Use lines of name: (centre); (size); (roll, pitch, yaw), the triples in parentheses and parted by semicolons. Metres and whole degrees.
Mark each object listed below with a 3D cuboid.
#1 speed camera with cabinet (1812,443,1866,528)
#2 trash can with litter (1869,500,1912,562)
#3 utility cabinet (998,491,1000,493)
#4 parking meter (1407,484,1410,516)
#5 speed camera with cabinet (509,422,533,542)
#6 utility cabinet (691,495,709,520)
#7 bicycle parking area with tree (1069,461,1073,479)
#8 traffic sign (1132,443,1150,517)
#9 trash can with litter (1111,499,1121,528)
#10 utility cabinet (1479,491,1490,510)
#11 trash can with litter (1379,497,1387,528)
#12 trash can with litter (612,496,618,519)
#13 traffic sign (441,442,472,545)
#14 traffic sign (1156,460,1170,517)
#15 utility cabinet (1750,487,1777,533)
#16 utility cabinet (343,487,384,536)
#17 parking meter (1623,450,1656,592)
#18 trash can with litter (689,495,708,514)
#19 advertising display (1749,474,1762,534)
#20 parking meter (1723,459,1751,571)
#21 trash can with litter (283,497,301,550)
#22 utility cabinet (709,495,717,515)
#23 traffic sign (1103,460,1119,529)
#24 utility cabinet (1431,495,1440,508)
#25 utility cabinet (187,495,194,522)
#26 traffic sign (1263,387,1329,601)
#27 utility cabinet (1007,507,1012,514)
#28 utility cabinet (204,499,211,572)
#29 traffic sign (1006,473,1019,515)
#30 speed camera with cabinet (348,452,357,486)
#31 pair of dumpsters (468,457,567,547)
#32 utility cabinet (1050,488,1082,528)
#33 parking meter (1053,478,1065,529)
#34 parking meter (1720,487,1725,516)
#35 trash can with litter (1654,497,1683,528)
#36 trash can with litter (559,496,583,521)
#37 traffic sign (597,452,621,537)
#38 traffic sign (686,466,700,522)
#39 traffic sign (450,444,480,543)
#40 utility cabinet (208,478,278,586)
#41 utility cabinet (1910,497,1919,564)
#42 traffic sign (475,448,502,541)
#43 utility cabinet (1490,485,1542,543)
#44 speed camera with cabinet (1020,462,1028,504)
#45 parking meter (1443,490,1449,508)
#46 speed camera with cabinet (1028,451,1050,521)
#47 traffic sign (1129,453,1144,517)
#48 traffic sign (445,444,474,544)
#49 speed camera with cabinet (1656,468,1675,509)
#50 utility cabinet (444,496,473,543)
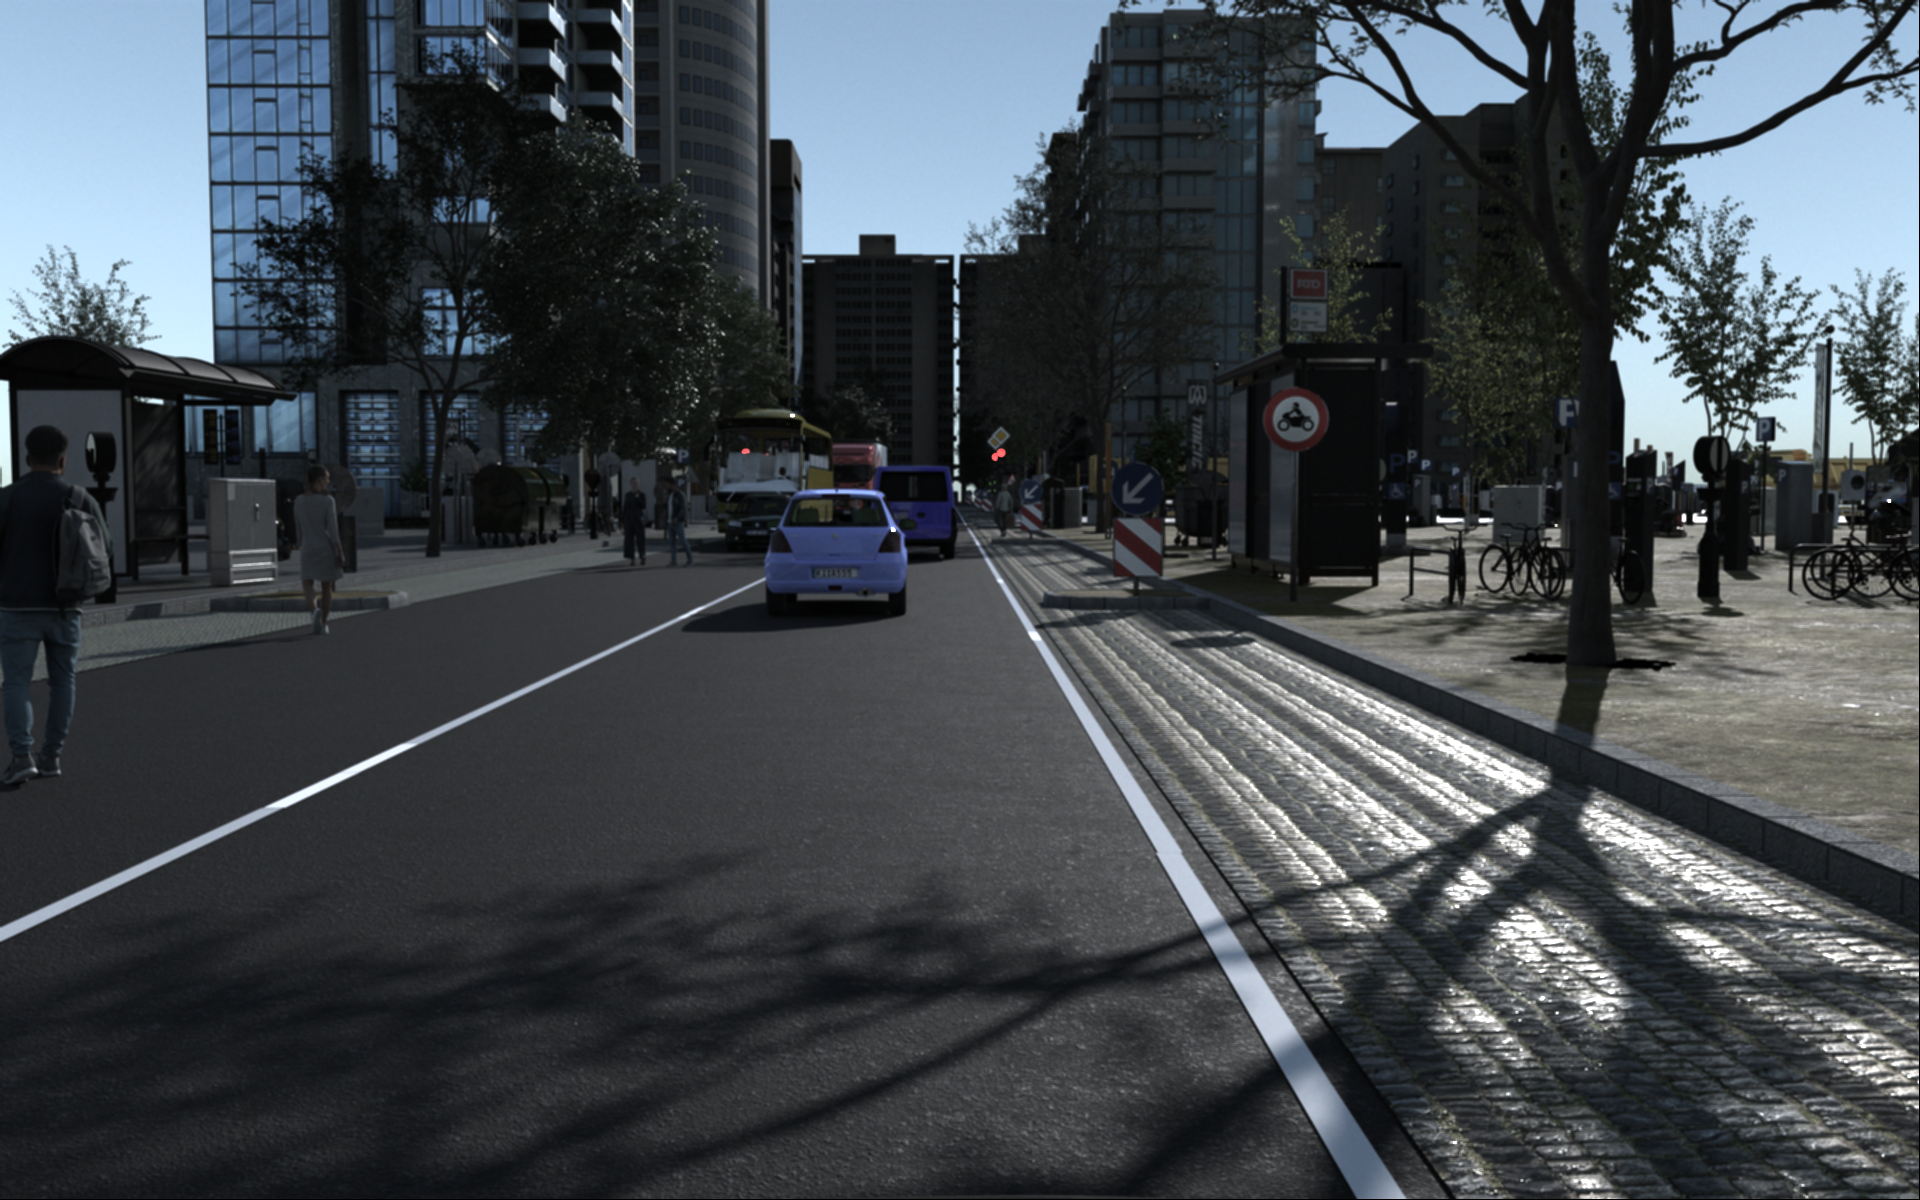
speed camera with cabinet: (33.568, -4.403, 66.332); (2.038, 3.252, 0.660); (0, 4, -6)
trash can with litter: (17.800, -1.304, 32.711); (1.055, 1.170, 0.624); (-1, 4, -16)
utility cabinet: (3.392, -7.272, 127.577); (1.173, 1.500, 0.318); (-1, 4, -11)
parking meter: (28.523, -6.416, 110.609); (0.399, 1.863, 0.255); (-1, 4, -15)
speed camera with cabinet: (-11.841, -3.219, 46.965); (0.660, 3.252, 2.038); (-1, 4, -9)
utility cabinet: (-12.969, -4.568, 85.849); (0.306, 1.237, 1.020); (1, 4, 19)
bicycle parking area with tree: (12.165, -9.987, 150.286); (8.231, 4.147, 9.016); (1, 4, 19)
traffic sign: (4.677, -2.638, 43.240); (0.768, 2.556, 0.104); (0, 4, 7)
trash can with litter: (6.077, -3.358, 66.286); (0.624, 1.170, 1.055); (-2, 4, -31)
utility cabinet: (33.039, -6.069, 107.911); (1.173, 1.500, 0.318); (-1, 4, -12)
trash can with litter: (16.023, -3.258, 64.650); (1.055, 1.170, 0.624); (-3, 5, -43)
trash can with litter: (-18.045, -4.859, 90.835); (0.624, 1.170, 1.055); (-2, 4, -34)
traffic sign: (-12.592, -2.641, 43.186); (0.884, 2.594, 0.081); (0, 4, 4)
traffic sign: (4.226, -2.261, 36.971); (0.884, 2.594, 0.081); (0, 4, 1)
utility cabinet: (26.283, -2.933, 56.636); (1.173, 1.500, 0.318); (-3, 5, -39)
utility cabinet: (-18.204, -2.702, 52.849); (1.173, 1.500, 0.318); (-1, 4, -20)
parking meter: (8.924, -1.042, 22.755); (0.399, 1.863, 0.255); (-3, 5, -43)
trash can with litter: (-18.963, -7.045, 126.241); (2.233, 1.210, 1.678); (-3, 5, -43)
advertising display: (25.263, -3.092, 55.773); (0.974, 1.923, 0.123); (1, 4, 10)
parking meter: (13.094, -1.435, 29.178); (0.399, 1.863, 0.255); (-3, 4, -36)
trash can with litter: (-15.776, -1.767, 39.946); (1.678, 1.210, 2.233); (2, 4, 34)
utility cabinet: (-14.985, -5.840, 106.642); (1.020, 1.237, 0.306); (1, 4, 14)
traffic sign: (5.460, -3.889, 63.691); (0.768, 2.556, 0.104); (0, 4, 7)
utility cabinet: (32.610, -6.584, 118.814); (0.306, 1.237, 1.020); (3, 4, 37)
utility cabinet: (-35.922, -4.220, 80.162); (0.306, 1.237, 1.020); (1, 4, 11)
traffic sign: (3.995, -1.258, 20.669); (0.768, 2.556, 0.104); (0, 4, 8)
utility cabinet: (3.192, -6.316, 114.425); (0.306, 1.237, 1.020); (-1, 4, -23)
utility cabinet: (-12.345, -1.097, 29.101); (0.306, 1.237, 1.020); (0, 4, -2)
traffic sign: (3.244, -6.562, 107.298); (0.884, 2.594, 0.081); (0, 4, 2)
speed camera with cabinet: (-29.186, -5.284, 80.735); (2.038, 3.252, 0.660); (-1, 4, -16)
pair of dumpsters: (-11.117, -2.514, 43.590); (1.574, 2.255, 4.437); (0, 4, 0)
utility cabinet: (3.984, -3.454, 65.152); (1.173, 1.500, 0.318); (1, 4, 23)
parking meter: (3.701, -3.598, 64.544); (0.399, 1.863, 0.255); (1, 4, 19)
parking meter: (28.281, -3.400, 63.998); (0.372, 1.533, 0.369); (0, 3, 0)
trash can with litter: (25.837, -3.175, 63.297); (1.055, 1.170, 0.624); (0, 4, -7)
trash can with litter: (-19.014, -4.358, 82.303); (2.233, 1.210, 1.678); (0, 4, 6)
traffic sign: (-10.589, -3.188, 52.237); (0.768, 2.556, 0.104); (0, 4, 8)
traffic sign: (-12.354, -4.855, 79.377); (0.884, 2.594, 0.081); (1, 4, 8)
traffic sign: (-12.870, -2.763, 45.171); (0.884, 2.594, 0.081); (0, 4, 5)
utility cabinet: (-10.099, -0.964, 24.448); (0.318, 1.500, 1.173); (1, 4, 10)
utility cabinet: (17.996, -1.255, 31.675); (0.306, 1.237, 1.020); (-3, 5, -43)
traffic sign: (-12.923, -2.896, 47.460); (0.768, 2.556, 0.104); (0, 4, 5)
utility cabinet: (14.392, -2.205, 44.738); (1.173, 1.500, 0.318); (3, 4, 37)
speed camera with cabinet: (4.656, -6.717, 104.155); (2.038, 3.252, 0.660); (1, 4, 16)
parking meter: (32.842, -6.643, 117.016); (0.372, 1.533, 0.369); (0, 3, 0)
speed camera with cabinet: (4.179, -5.275, 80.575); (0.660, 3.252, 2.038); (3, 5, 40)
traffic sign: (5.081, -2.940, 48.181); (0.768, 2.556, 0.104); (0, 4, 6)
traffic sign: (-12.847, -2.714, 44.478); (0.768, 2.556, 0.104); (0, 4, 5)
speed camera with cabinet: (35.088, -5.614, 86.118); (0.660, 3.252, 2.038); (2, 4, 32)
utility cabinet: (-13.256, -2.121, 45.848); (0.306, 1.237, 1.020); (1, 4, 13)
